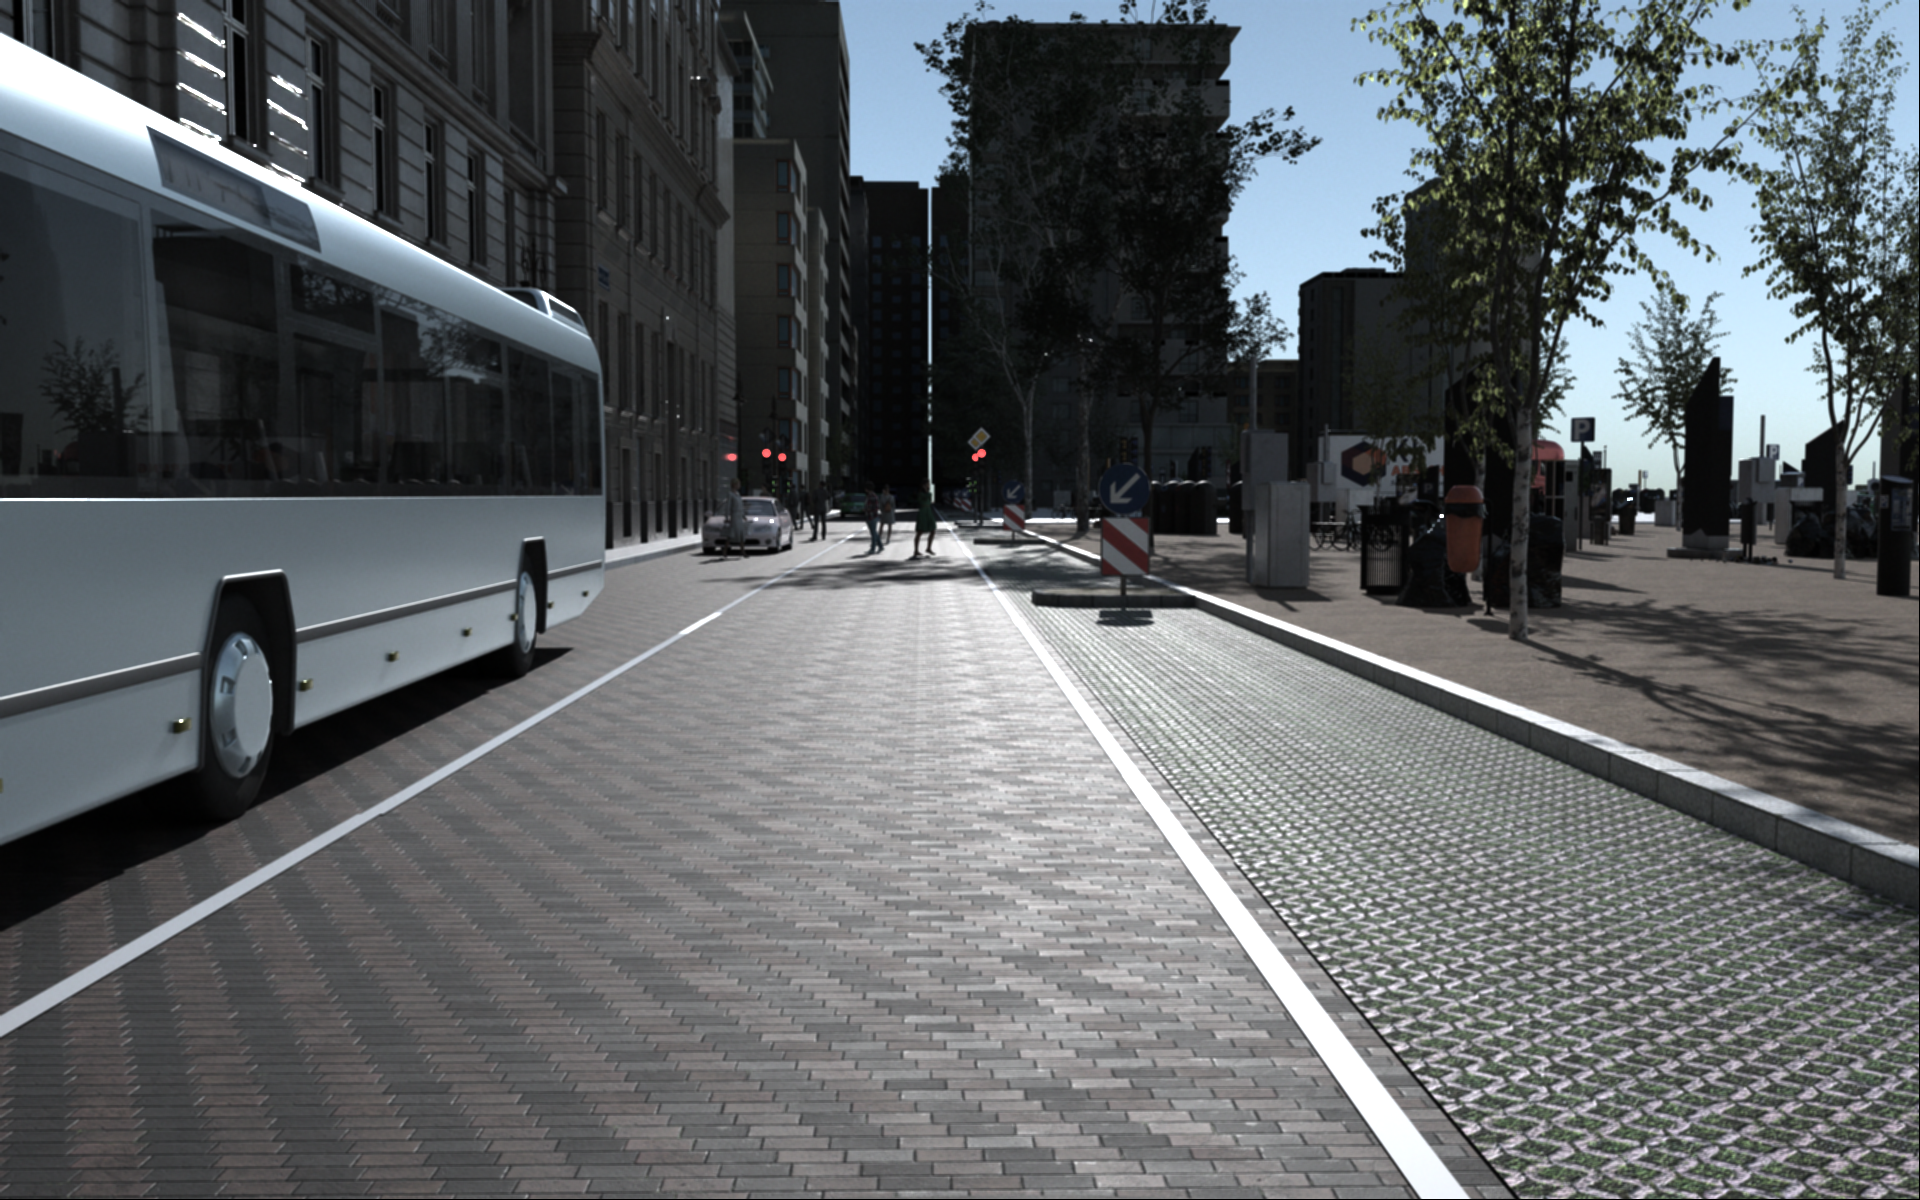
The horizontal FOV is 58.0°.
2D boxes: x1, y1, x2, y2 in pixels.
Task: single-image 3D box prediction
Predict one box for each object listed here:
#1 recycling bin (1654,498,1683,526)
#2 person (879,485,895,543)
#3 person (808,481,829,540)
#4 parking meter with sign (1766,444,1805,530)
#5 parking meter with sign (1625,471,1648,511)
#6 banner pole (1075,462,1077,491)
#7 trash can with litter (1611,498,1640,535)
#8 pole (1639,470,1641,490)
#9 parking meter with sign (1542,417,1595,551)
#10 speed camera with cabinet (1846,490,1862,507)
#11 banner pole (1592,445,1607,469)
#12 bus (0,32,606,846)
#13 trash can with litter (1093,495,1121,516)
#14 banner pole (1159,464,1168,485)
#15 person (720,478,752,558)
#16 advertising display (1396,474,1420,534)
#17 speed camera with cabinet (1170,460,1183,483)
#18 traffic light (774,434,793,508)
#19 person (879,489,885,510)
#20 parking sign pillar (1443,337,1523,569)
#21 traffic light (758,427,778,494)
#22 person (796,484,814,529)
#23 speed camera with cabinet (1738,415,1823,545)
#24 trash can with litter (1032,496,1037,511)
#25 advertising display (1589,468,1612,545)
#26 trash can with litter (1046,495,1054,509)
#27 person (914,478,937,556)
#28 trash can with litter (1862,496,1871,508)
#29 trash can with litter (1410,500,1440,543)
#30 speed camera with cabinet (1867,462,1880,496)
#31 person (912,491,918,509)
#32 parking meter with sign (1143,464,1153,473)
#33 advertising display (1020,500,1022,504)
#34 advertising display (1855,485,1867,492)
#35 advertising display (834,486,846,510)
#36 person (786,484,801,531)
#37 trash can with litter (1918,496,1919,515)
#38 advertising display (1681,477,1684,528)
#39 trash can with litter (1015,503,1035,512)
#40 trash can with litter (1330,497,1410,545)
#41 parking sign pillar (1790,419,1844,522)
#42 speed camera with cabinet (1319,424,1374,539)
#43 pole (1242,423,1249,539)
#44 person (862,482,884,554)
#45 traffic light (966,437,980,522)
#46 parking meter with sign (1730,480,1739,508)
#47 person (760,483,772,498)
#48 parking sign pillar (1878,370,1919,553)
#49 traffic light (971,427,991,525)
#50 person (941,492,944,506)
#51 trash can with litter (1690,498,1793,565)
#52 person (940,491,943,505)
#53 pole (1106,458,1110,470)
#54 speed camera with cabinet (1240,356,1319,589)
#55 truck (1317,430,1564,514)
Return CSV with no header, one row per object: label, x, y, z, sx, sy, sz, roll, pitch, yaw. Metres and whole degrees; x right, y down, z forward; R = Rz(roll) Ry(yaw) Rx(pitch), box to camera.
recycling bin,28.217,-3.459,69.111,0.722,1.027,0.722,-3,5,-44
person,-2.140,-2.518,50.680,0.512,1.701,0.522,-1,4,-14
person,-4.431,-2.808,54.222,0.655,1.846,0.447,-2,4,-32
parking meter with sign,28.925,-3.911,60.208,0.543,3.016,1.738,-2,4,-25
parking meter with sign,50.904,-8.224,130.729,0.543,3.016,1.738,-3,5,-41
banner pole,9.030,-8.797,133.854,0.401,3.779,0.863,1,4,21
trash can with litter,20.627,-2.612,54.095,1.055,1.170,0.624,0,4,-5
pole,57.748,-9.377,147.156,0.158,3.312,0.155,0,3,0
parking meter with sign,13.569,-2.619,39.082,1.738,3.016,0.543,-3,4,-39
speed camera with cabinet,37.028,-4.852,73.659,2.038,3.252,0.660,0,4,1
banner pole,32.962,-6.066,89.199,0.863,3.779,0.401,0,4,1
bus,-4.489,-0.945,10.318,2.948,3.499,13.247,0,4,-2
trash can with litter,8.511,-5.601,102.629,2.233,1.210,1.678,0,4,7
banner pole,16.877,-9.359,143.036,0.863,3.779,0.401,1,4,15
person,-5.054,-1.839,38.915,0.624,1.780,0.694,3,4,38
advertising display,14.353,-3.048,55.046,0.974,1.923,0.123,0,4,5
speed camera with cabinet,13.433,-6.579,101.906,2.038,3.252,0.660,1,4,17
traffic light,-8.196,-5.589,80.306,0.839,4.253,0.868,0,4,-1
person,-5.202,-6.685,118.292,0.782,1.767,0.515,2,4,28
parking sign pillar,9.140,-2.553,30.218,1.447,3.967,1.447,3,5,40
traffic light,-8.030,-5.101,72.322,0.839,4.253,0.868,0,4,-1
person,-6.354,-3.804,70.656,0.622,1.834,0.822,-3,4,-38
speed camera with cabinet,20.762,-3.026,43.806,2.038,3.252,0.660,-1,4,-11
trash can with litter,5.638,-7.418,132.671,0.624,1.170,1.055,-1,4,-20
advertising display,16.203,-2.363,43.853,0.123,1.923,0.974,0,4,-5
trash can with litter,7.740,-8.269,146.251,1.678,1.210,2.233,2,4,28
person,-0.819,-1.929,40.290,0.529,1.795,0.600,1,4,15
trash can with litter,69.018,-7.292,130.282,1.678,1.210,2.233,-1,4,-21
trash can with litter,9.108,-1.359,33.602,0.624,1.170,1.055,3,5,43
speed camera with cabinet,54.935,-6.797,105.471,2.038,3.252,0.660,1,4,13
person,-4.206,-9.446,163.765,0.721,1.723,1.217,2,4,33
parking meter with sign,10.797,-6.341,99.934,0.543,3.016,1.738,0,4,2
advertising display,4.970,-8.338,141.542,0.123,1.923,0.974,0,4,-3
advertising display,63.455,-7.132,121.819,0.974,1.923,0.123,0,4,-2
advertising display,-9.859,-8.362,141.940,0.974,1.923,0.123,0,4,3
person,-6.508,-3.614,67.684,0.679,1.850,0.850,3,5,43
trash can with litter,63.315,-6.280,113.736,1.678,1.210,2.233,-1,4,-15
advertising display,27.631,-3.671,65.231,0.974,1.923,0.123,1,4,21
trash can with litter,4.355,-7.027,125.942,2.233,1.210,1.678,0,4,2
trash can with litter,10.664,-2.037,44.369,1.678,1.210,2.233,2,4,29
parking sign pillar,31.164,-4.535,62.620,1.447,3.967,1.447,0,4,2
speed camera with cabinet,10.888,-3.379,49.581,2.038,3.252,0.660,-2,4,-27
pole,8.239,-3.428,49.892,0.158,3.312,0.155,0,3,0
person,-2.083,-1.977,41.655,0.643,1.720,0.563,-1,4,-18
traffic light,0.713,-5.602,80.506,0.839,4.253,0.868,0,4,-1
parking meter with sign,42.200,-6.021,94.704,1.738,3.016,0.543,2,4,33
person,-6.512,-2.956,57.169,0.599,1.781,0.374,1,4,22
parking sign pillar,20.872,-3.058,38.464,1.447,3.967,1.447,1,4,11
traffic light,0.879,-5.113,72.522,0.839,4.253,0.868,0,4,-1
person,-1.985,-11.372,195.364,0.436,1.711,0.756,0,4,6
trash can with litter,14.717,-1.306,32.415,1.678,1.210,2.233,1,4,14
person,-2.154,-12.906,219.647,1.348,1.807,0.705,-3,5,-44
pole,8.407,-6.389,98.302,0.158,3.312,0.155,0,3,0
speed camera with cabinet,4.404,-1.828,24.217,0.660,3.252,2.038,0,4,-1
truck,21.830,-5.415,77.453,11.283,4.237,2.839,0,4,1
